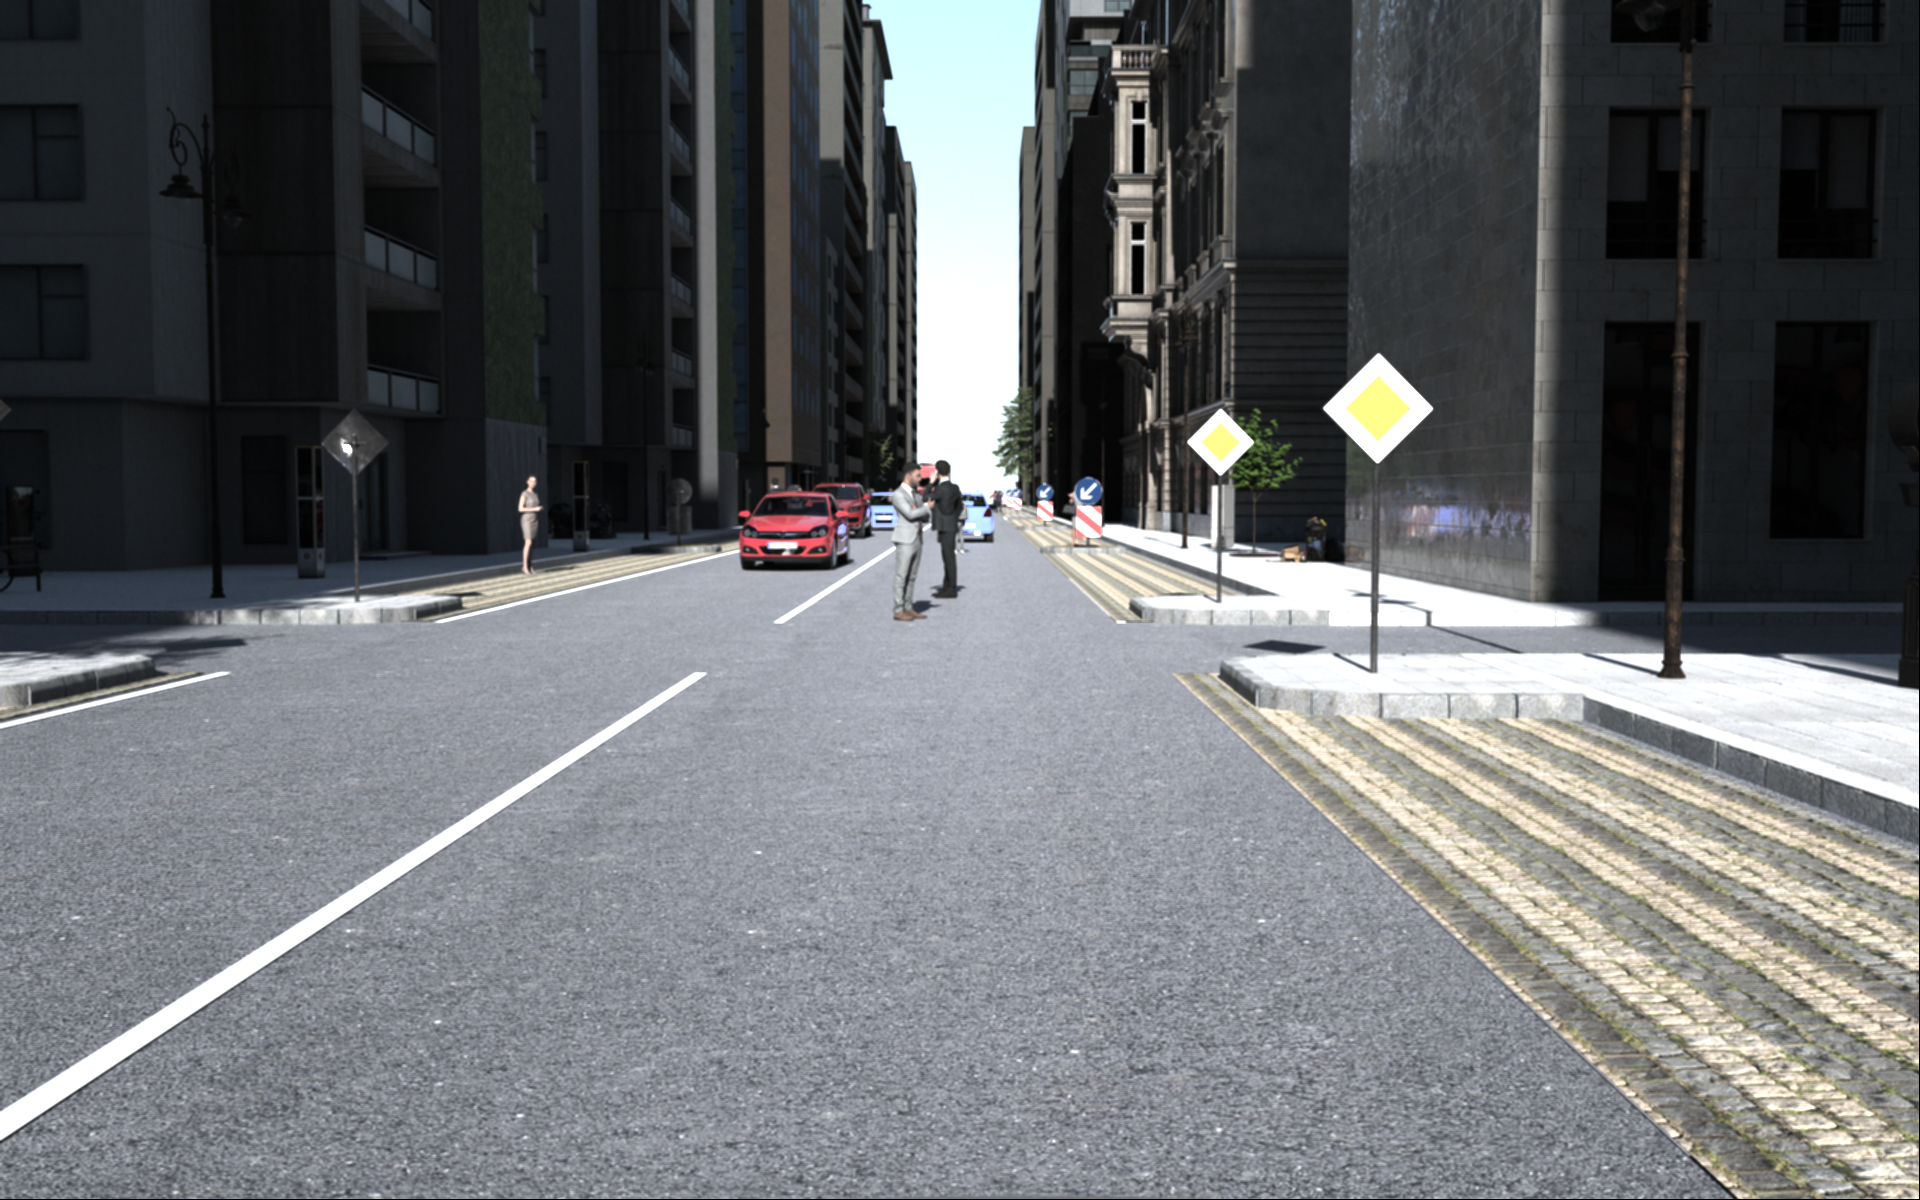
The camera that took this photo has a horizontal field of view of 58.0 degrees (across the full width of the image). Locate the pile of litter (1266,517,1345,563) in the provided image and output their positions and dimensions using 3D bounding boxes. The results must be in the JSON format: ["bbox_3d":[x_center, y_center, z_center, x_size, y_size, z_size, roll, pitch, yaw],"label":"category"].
[{"bbox_3d":[6.605,-1.160,32.936,1.719,0.858,1.176,0,4,-4],"label":"pile of litter"}]

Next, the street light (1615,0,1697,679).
[{"bbox_3d":[4.979,-2.394,11.936,0.468,5.910,1.993,0,4,1],"label":"street light"}]

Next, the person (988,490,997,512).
[{"bbox_3d":[2.831,-7.916,138.647,1.217,1.743,0.721,1,4,20],"label":"person"}]

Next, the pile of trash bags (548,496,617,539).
[{"bbox_3d":[-11.611,-2.475,50.222,3.447,1.369,1.912,0,4,7],"label":"pile of trash bags"}]

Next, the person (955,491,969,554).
[{"bbox_3d":[-0.037,-1.872,41.710,0.523,1.515,0.503,0,4,6],"label":"person"}]

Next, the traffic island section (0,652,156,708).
[{"bbox_3d":[-7.253,0.595,12.549,2.009,0.180,2.903,0,4,1],"label":"traffic island section"}]

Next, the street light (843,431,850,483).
[{"bbox_3d":[-8.091,-9.268,124.323,0.468,5.910,1.993,0,4,1],"label":"street light"}]

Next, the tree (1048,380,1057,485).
[{"bbox_3d":[7.126,-9.435,104.625,4.737,8.622,4.395,0,3,0],"label":"tree"}]

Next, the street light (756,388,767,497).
[{"bbox_3d":[-8.577,-6.302,75.825,0.468,5.910,1.993,0,4,1],"label":"street light"}]

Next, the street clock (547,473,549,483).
[{"bbox_3d":[-12.660,-2.922,52.344,0.471,2.002,0.358,0,4,-1],"label":"street clock"}]

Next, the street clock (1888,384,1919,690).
[{"bbox_3d":[6.353,-0.417,11.393,0.471,2.002,0.358,-1,4,-18],"label":"street clock"}]

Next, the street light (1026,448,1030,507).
[{"bbox_3d":[6.743,-12.149,171.428,0.468,5.910,1.993,0,4,1],"label":"street light"}]

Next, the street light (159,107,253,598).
[{"bbox_3d":[-9.185,-2.964,21.257,0.468,5.910,1.993,0,4,1],"label":"street light"}]

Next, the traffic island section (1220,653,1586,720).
[{"bbox_3d":[2.988,0.602,12.435,2.009,0.180,2.903,0,4,1],"label":"traffic island section"}]

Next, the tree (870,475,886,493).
[{"bbox_3d":[-8.102,-10.875,172.406,1.663,3.219,1.824,0,3,0],"label":"tree"}]

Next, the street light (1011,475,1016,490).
[{"bbox_3d":[7.572,-17.247,254.768,0.468,5.910,1.993,0,4,1],"label":"street light"}]

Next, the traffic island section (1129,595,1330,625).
[{"bbox_3d":[3.073,0.114,20.419,2.009,0.180,2.903,0,4,1],"label":"traffic island section"}]

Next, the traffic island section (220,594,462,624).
[{"bbox_3d":[-7.168,0.107,20.533,2.009,0.180,2.903,0,4,1],"label":"traffic island section"}]

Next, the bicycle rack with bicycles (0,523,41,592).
[{"bbox_3d":[-13.296,-0.523,21.933,2.852,0.926,2.925,1,4,9],"label":"bicycle rack with bicycles"}]

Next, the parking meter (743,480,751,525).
[{"bbox_3d":[-8.607,-3.929,69.942,0.255,1.863,0.399,0,4,8],"label":"parking meter"}]

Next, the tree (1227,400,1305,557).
[{"bbox_3d":[5.972,-2.506,35.580,1.663,3.219,1.824,0,3,0],"label":"tree"}]

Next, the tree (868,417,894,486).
[{"bbox_3d":[-8.623,-13.205,166.263,4.737,8.622,4.395,0,3,0],"label":"tree"}]

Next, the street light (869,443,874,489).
[{"bbox_3d":[-7.718,-10.983,152.357,0.468,5.910,1.993,0,4,1],"label":"street light"}]

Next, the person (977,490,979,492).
[{"bbox_3d":[1.596,-9.197,158.899,0.705,1.821,1.348,-3,5,-41],"label":"person"}]

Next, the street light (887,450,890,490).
[{"bbox_3d":[-7.422,-12.695,180.356,0.468,5.910,1.993,0,4,1],"label":"street light"}]

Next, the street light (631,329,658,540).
[{"bbox_3d":[-8.833,-4.638,48.612,0.468,5.910,1.993,0,4,1],"label":"street light"}]

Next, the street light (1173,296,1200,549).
[{"bbox_3d":[5.291,-4.149,40.618,0.468,5.910,1.993,0,4,1],"label":"street light"}]

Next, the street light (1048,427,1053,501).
[{"bbox_3d":[6.126,-8.814,116.900,0.468,5.910,1.993,0,4,1],"label":"street light"}]

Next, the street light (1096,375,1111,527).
[{"bbox_3d":[5.596,-5.807,67.725,0.468,5.910,1.993,0,4,1],"label":"street light"}]

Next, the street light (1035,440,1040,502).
[{"bbox_3d":[6.497,-10.486,144.227,0.468,5.910,1.993,0,4,1],"label":"street light"}]

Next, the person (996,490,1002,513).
[{"bbox_3d":[3.064,-7.639,134.312,0.530,1.710,0.541,-3,5,-40],"label":"person"}]

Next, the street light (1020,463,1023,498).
[{"bbox_3d":[7.057,-13.889,199.873,0.468,5.910,1.993,0,4,1],"label":"street light"}]

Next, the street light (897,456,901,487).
[{"bbox_3d":[-7.273,-14.380,207.896,0.468,5.910,1.993,0,4,1],"label":"street light"}]

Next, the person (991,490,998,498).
[{"bbox_3d":[3.395,-9.589,165.368,1.348,1.812,0.705,-2,4,-30],"label":"person"}]

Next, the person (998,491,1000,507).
[{"bbox_3d":[4.375,-11.572,197.725,0.705,1.821,1.348,0,4,-4],"label":"person"}]

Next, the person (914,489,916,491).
[{"bbox_3d":[-3.472,-7.596,132.676,1.348,1.826,0.705,-3,5,-44],"label":"person"}]

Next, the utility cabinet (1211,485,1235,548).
[{"bbox_3d":[6.272,-2.000,41.384,0.318,1.500,1.173,1,4,21],"label":"utility cabinet"}]

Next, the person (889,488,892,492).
[{"bbox_3d":[-4.262,-5.985,106.360,1.348,1.823,0.705,0,4,-6],"label":"person"}]

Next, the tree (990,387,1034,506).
[{"bbox_3d":[7.025,-16.203,183.051,7.486,12.596,7.792,0,3,0],"label":"tree"}]

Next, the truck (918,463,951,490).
[{"bbox_3d":[-2.309,-10.330,157.801,2.839,4.237,11.283,0,4,2],"label":"truck"}]

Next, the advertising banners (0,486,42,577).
[{"bbox_3d":[-14.863,-1.833,26.152,0.090,3.025,2.074,2,4,25],"label":"advertising banners"}]

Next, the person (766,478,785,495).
[{"bbox_3d":[-5.302,-2.589,50.187,0.648,1.900,0.474,-3,5,-41],"label":"person"}]
